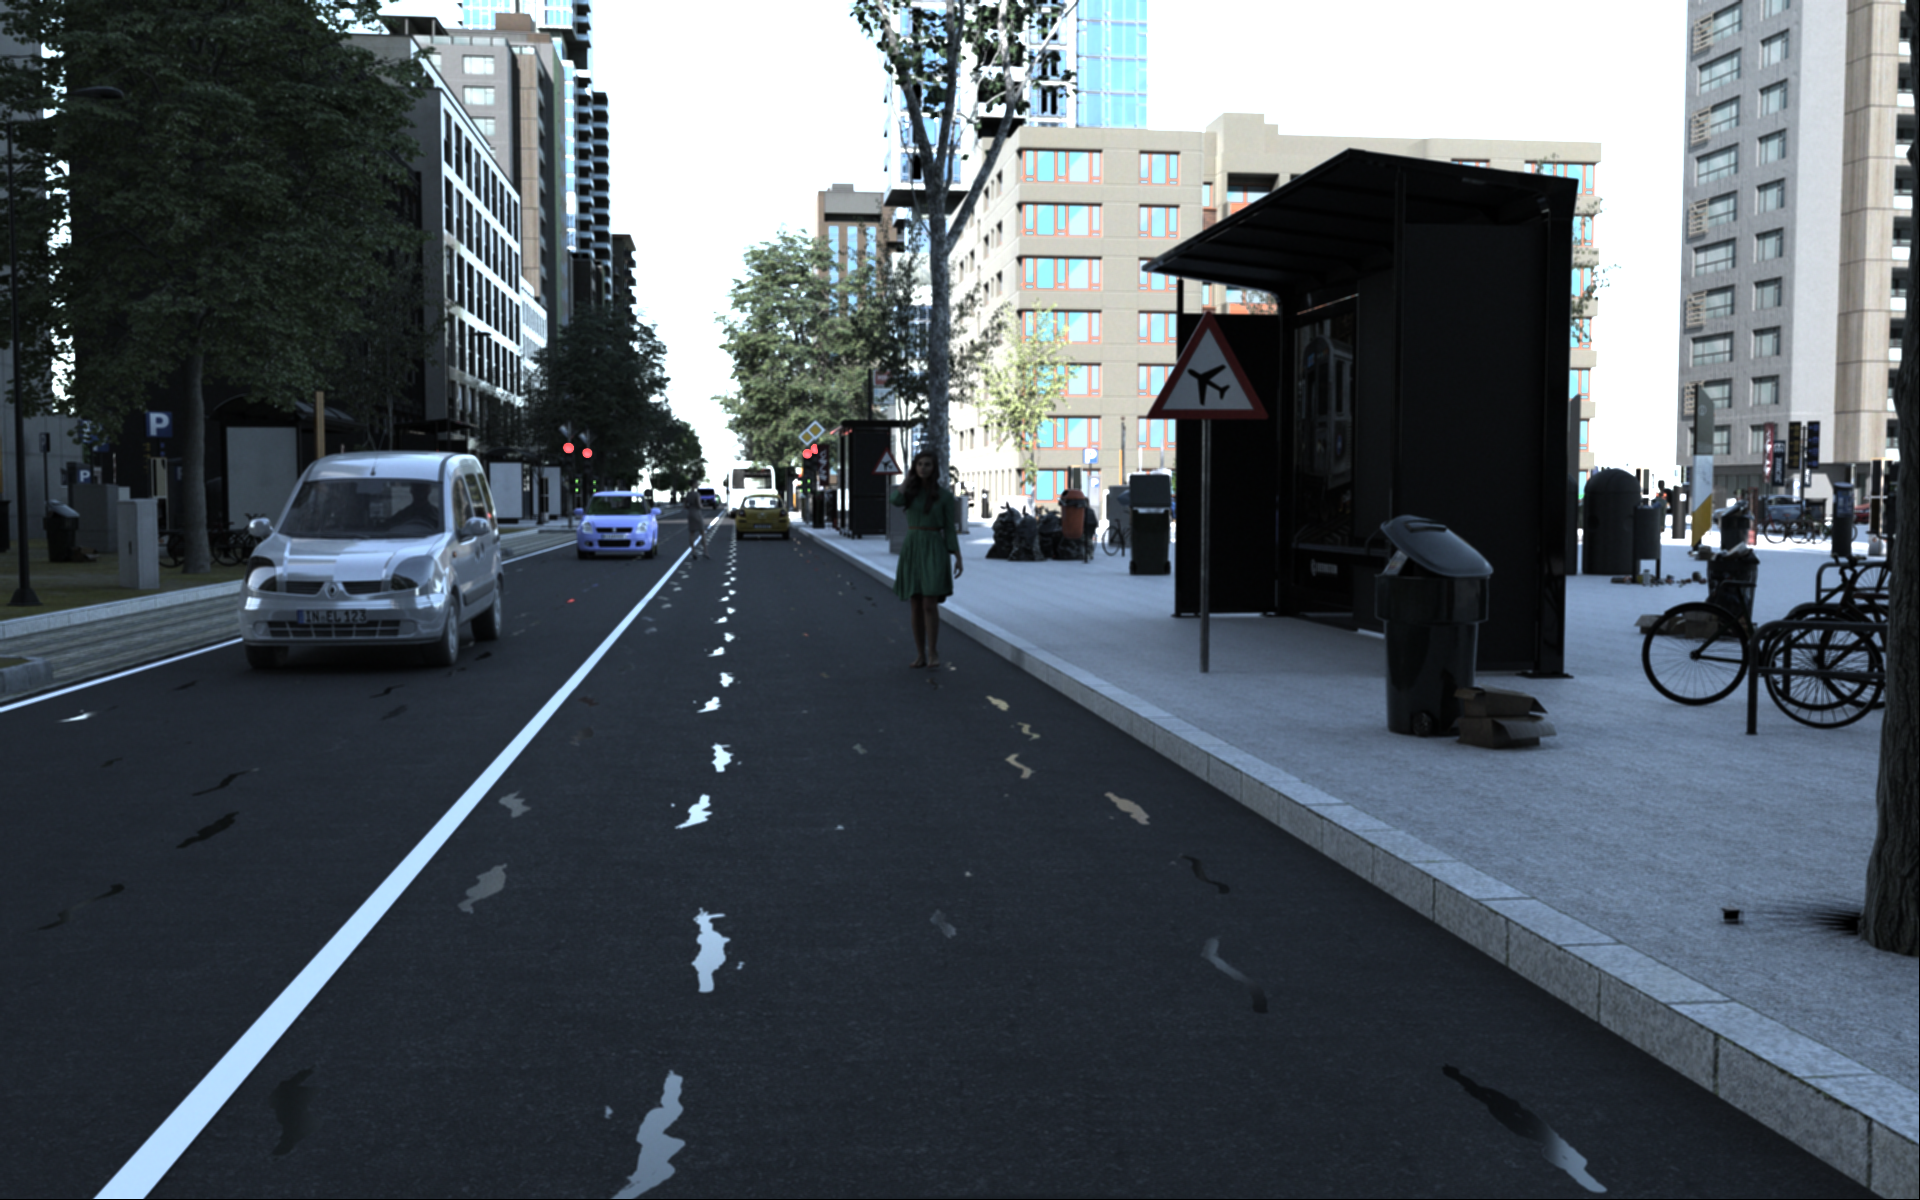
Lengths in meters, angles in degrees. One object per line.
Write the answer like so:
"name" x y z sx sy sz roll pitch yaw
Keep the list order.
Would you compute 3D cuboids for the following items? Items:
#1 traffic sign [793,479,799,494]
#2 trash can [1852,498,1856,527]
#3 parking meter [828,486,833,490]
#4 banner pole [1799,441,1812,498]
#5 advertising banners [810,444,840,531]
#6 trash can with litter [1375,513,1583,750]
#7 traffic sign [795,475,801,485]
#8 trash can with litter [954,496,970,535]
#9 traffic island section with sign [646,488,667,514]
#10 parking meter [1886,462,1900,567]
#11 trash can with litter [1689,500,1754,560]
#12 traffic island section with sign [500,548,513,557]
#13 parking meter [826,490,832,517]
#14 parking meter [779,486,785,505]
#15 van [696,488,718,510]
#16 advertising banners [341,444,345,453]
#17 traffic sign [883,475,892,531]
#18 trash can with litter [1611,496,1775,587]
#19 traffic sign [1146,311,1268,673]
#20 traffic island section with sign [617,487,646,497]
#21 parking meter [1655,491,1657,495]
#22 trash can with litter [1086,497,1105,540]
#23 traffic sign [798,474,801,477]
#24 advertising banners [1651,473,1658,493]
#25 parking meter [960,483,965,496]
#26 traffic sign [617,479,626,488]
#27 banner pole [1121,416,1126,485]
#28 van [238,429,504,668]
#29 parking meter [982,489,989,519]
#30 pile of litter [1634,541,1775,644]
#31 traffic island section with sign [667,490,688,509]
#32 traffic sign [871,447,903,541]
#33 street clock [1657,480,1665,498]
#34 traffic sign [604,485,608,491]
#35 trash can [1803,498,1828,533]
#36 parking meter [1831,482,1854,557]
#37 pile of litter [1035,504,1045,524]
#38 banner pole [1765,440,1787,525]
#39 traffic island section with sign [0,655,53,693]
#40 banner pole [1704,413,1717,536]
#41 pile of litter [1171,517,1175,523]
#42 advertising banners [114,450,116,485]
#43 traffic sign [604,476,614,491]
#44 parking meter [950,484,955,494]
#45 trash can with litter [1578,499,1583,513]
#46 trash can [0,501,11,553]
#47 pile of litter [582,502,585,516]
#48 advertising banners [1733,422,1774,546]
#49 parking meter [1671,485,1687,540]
"traffic sign" -10.768 -7.005 115.714 0.795 2.450 0.064 0 4 -5
"trash can" 32.949 -3.232 64.504 0.748 1.137 0.748 0 3 0
"parking meter" -9.255 -7.223 123.806 0.255 1.863 0.399 0 4 4
"banner pole" 39.612 -5.579 81.230 0.401 3.779 0.863 -1 4 -18
"advertising banners" -4.556 -4.182 64.563 2.074 3.025 0.090 -1 4 -14
"trash can with litter" 2.689 0.138 9.129 0.624 1.170 1.055 -2 4 -29
"traffic sign" -9.076 -6.119 100.056 0.884 2.594 0.081 0 4 -3
"trash can with litter" -0.522 -2.705 55.278 2.233 1.210 1.678 -3 5 -45
"traffic island section with sign" -21.853 -6.919 121.754 1.989 1.847 2.006 0 4 -7
"parking meter" 15.752 -1.423 28.980 0.399 1.863 0.255 -1 4 -12
"trash can with litter" 14.710 -1.349 33.448 1.055 1.170 0.624 0 4 6
"traffic island section with sign" -11.373 -1.911 39.874 1.989 1.847 2.006 0 4 -7
"parking meter" -7.477 -5.530 98.824 0.372 1.533 0.369 0 3 0
"parking meter" -12.644 -7.180 123.096 0.399 1.863 0.255 3 5 39
"van" -23.685 -9.606 161.440 2.240 2.365 5.245 0 4 -7
"advertising banners" -21.815 -3.954 60.828 0.090 3.025 2.074 -2 4 -30
"traffic sign" -2.599 -3.603 59.012 0.768 2.556 0.104 0 4 -4
"trash can with litter" 10.257 -0.851 24.964 2.233 1.210 1.678 -2 4 -29
"traffic sign" 1.759 -0.758 12.395 0.884 2.594 0.081 0 4 -6
"traffic island section with sign" -18.404 -5.269 94.778 1.989 1.847 2.006 0 4 -7
"parking meter" 58.711 -8.442 146.438 0.372 1.533 0.369 0 3 0
"trash can with litter" 3.386 -2.297 48.621 1.678 1.210 2.233 -2 4 -24
"traffic sign" -9.317 -6.332 103.633 0.768 2.556 0.104 0 4 1
"advertising banners" 57.790 -8.998 143.304 2.074 3.025 0.090 -2 4 -31
"parking meter" 0.124 -5.032 87.976 0.255 1.863 0.399 0 4 -4
"traffic sign" -23.085 -7.092 118.089 0.606 2.300 0.079 0 4 2
"banner pole" 5.279 -4.031 55.919 0.401 3.779 0.863 1 4 12
"van" -5.196 -0.527 15.624 2.013 2.044 4.112 0 4 -7
"parking meter" 1.308 -4.941 89.191 0.372 1.533 0.369 0 3 0
"pile of litter" 6.737 -0.104 15.672 1.176 0.858 1.719 2 4 24
"traffic island section with sign" -28.093 -9.898 170.463 1.989 1.847 2.006 0 4 -7
"traffic sign" -2.002 -2.902 47.450 0.884 2.594 0.081 0 4 -3
"street clock" 34.962 -5.004 86.390 0.358 2.002 0.471 0 4 1
"traffic sign" -25.000 -7.517 123.015 0.768 2.556 0.104 0 4 2
"trash can" 28.532 -2.821 57.781 0.748 1.137 0.748 0 3 0
"parking meter" 17.984 -1.644 35.294 0.372 1.533 0.369 0 3 0
"pile of litter" 3.238 -3.729 74.939 1.176 0.858 1.719 -3 4 -36
"banner pole" 33.389 -4.955 71.034 0.863 3.779 0.401 2 4 24
"traffic island section with sign" -7.888 -0.247 12.661 1.989 1.847 2.006 0 4 -7
"banner pole" 23.120 -3.891 53.628 0.401 3.779 0.863 -1 4 -15
"pile of litter" 9.716 -3.928 78.187 1.176 0.858 1.719 2 4 31
"advertising banners" -34.165 -4.520 70.089 0.090 3.025 2.074 -2 4 -25
"traffic sign" -24.357 -7.337 120.063 0.768 2.556 0.104 0 4 -4
"parking meter" -0.504 -5.833 101.082 0.399 1.863 0.255 2 4 31
"trash can with litter" 22.586 -3.165 63.127 1.055 1.170 0.624 -1 4 -17
"trash can" -21.234 -1.615 38.054 0.748 1.137 0.748 0 3 0
"pile of litter" -22.478 -5.502 103.916 1.176 0.858 1.719 2 4 31
"advertising banners" 19.657 -2.858 42.919 0.090 3.025 2.074 0 4 1
"parking meter" 20.344 -2.482 48.989 0.372 1.533 0.369 0 3 0
